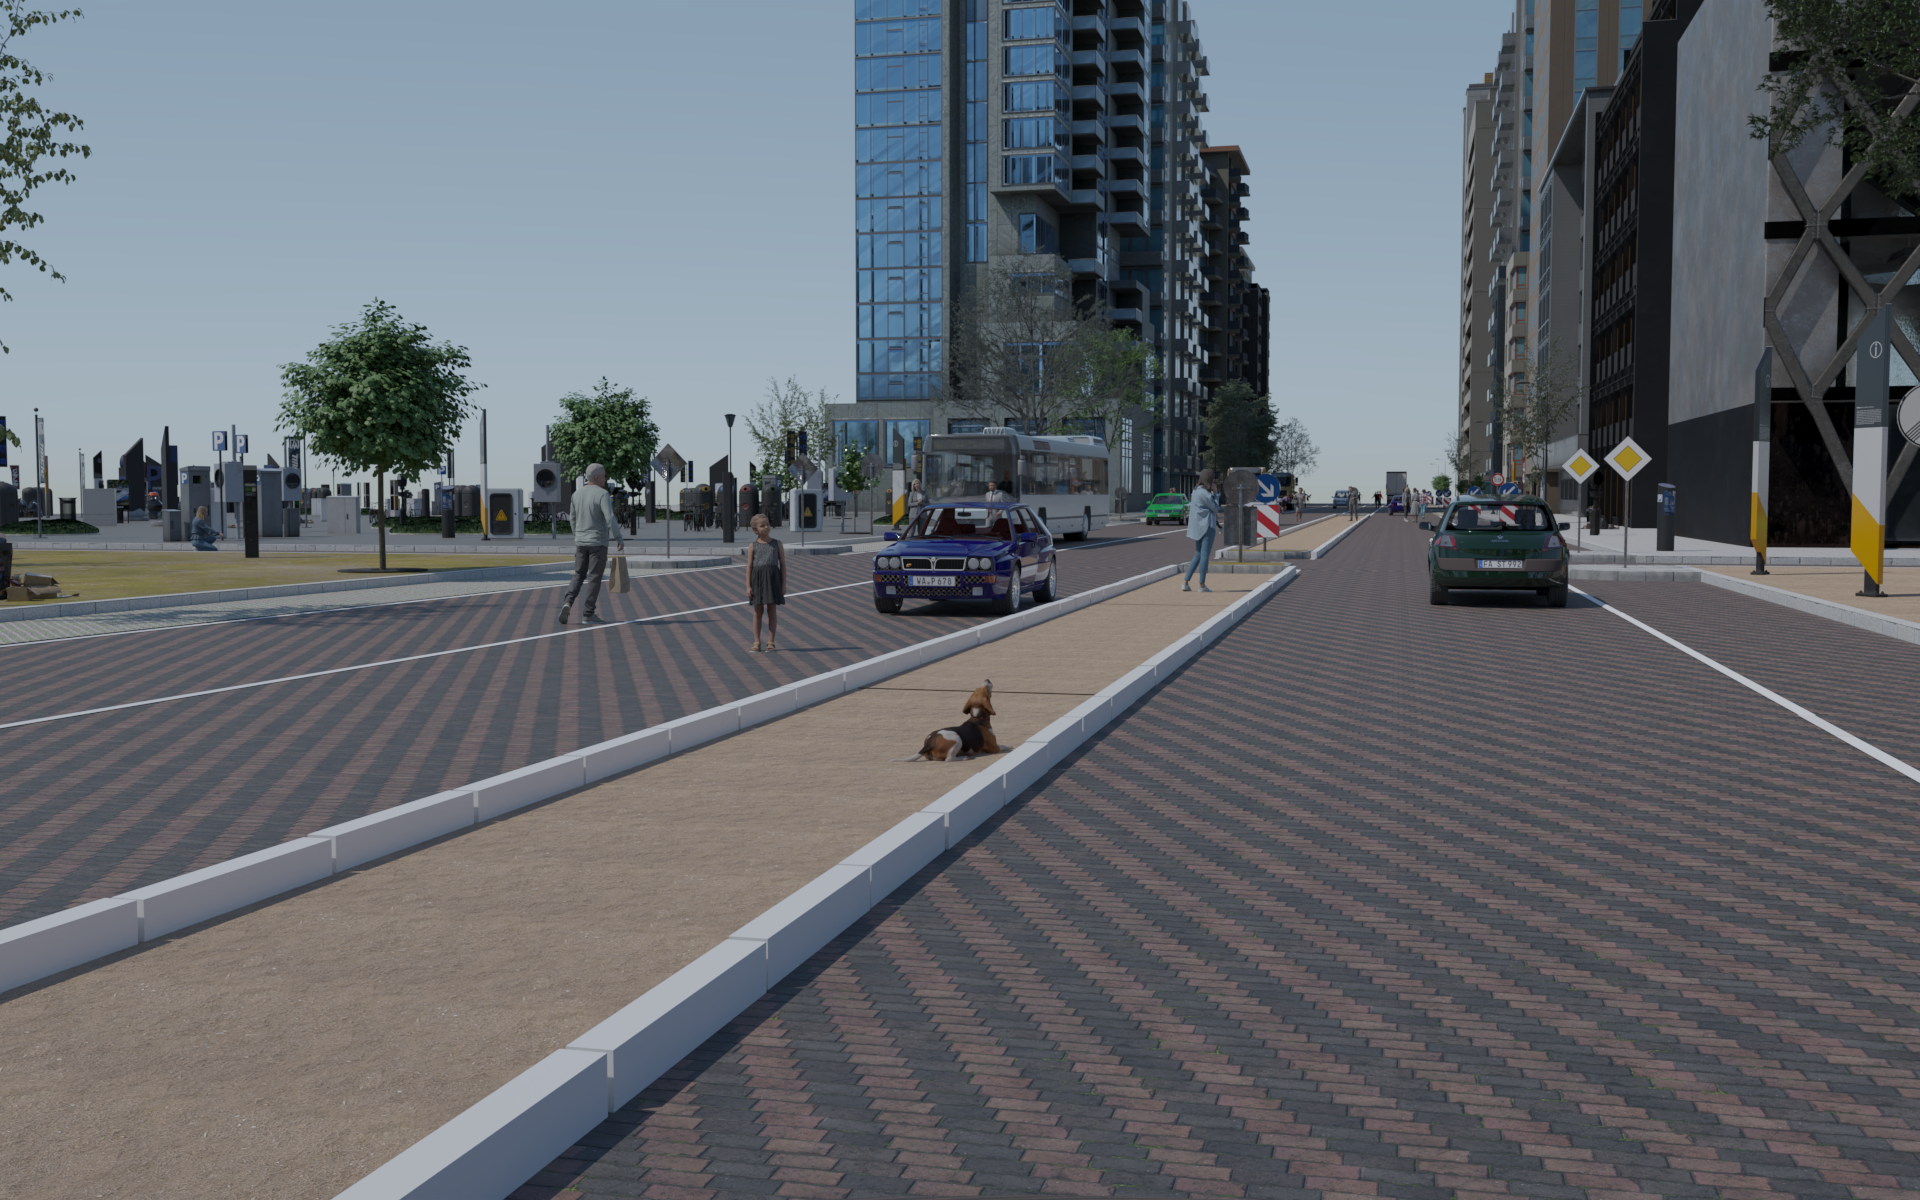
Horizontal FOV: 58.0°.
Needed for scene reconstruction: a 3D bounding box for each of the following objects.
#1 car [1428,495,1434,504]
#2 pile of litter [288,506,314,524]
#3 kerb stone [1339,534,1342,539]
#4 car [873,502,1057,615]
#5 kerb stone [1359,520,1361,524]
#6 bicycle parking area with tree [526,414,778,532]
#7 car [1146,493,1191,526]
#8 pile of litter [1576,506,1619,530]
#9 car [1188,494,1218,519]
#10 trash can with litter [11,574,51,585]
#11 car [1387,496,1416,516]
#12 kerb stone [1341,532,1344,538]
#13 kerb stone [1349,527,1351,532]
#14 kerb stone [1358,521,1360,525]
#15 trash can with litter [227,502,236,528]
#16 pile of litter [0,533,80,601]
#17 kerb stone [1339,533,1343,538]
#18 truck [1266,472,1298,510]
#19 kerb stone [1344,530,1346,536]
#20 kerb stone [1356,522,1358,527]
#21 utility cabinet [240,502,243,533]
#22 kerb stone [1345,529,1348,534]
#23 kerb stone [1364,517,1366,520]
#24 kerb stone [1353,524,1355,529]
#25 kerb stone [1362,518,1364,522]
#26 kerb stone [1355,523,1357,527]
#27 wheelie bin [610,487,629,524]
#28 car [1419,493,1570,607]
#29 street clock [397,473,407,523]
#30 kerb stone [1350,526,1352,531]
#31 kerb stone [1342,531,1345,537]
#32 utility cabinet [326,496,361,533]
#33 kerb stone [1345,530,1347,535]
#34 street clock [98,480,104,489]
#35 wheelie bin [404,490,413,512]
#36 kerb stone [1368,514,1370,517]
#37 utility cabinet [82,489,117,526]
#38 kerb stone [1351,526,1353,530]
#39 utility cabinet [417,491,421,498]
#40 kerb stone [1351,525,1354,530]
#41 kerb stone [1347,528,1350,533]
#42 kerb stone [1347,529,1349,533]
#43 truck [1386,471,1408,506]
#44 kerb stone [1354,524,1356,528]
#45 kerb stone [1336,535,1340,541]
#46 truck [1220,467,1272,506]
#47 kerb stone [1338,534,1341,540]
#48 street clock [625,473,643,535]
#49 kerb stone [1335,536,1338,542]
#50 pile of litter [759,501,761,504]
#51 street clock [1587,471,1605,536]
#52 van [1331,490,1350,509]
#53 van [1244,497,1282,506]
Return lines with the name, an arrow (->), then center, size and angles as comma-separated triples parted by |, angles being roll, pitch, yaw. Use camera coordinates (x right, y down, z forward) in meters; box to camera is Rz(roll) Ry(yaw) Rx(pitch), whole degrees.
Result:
car -> 62.698, -13.635, 232.518 | 1.945, 1.707, 3.694 | 1, 4, 13
pile of litter -> -28.908, -3.777, 75.723 | 1.176, 0.858, 1.719 | -2, 4, -32
kerb stone -> 11.475, -1.859, 52.727 | 0.120, 0.150, 1.000 | 1, 4, 14
car -> 0.116, -0.570, 21.901 | 1.945, 1.354, 3.894 | 1, 4, 13
kerb stone -> 17.778, -3.387, 77.576 | 0.120, 0.150, 1.000 | 1, 4, 14
bicycle parking area with tree -> -10.842, -4.595, 62.126 | 8.231, 4.147, 9.016 | 1, 4, 19
car -> 9.714, -4.372, 80.283 | 1.959, 1.807, 4.718 | 1, 4, 14
pile of litter -> 23.345, -3.018, 63.307 | 1.176, 0.858, 1.719 | -1, 4, -13
car -> 13.861, -5.506, 99.618 | 1.945, 1.707, 3.694 | 1, 4, 13
trash can with litter -> -14.022, -0.813, 24.354 | 2.233, 1.210, 1.678 | -1, 4, -11
car -> 29.656, -6.336, 116.179 | 1.945, 1.354, 3.894 | 1, 4, 12
kerb stone -> 11.982, -1.989, 54.718 | 0.120, 0.150, 1.000 | 1, 4, 14
kerb stone -> 13.986, -2.476, 62.670 | 0.120, 0.150, 1.000 | 1, 4, 14
kerb stone -> 17.265, -3.260, 75.590 | 0.120, 0.150, 1.000 | 1, 4, 14
trash can with litter -> -27.363, -3.365, 66.073 | 1.678, 1.210, 2.233 | -1, 4, -14
pile of litter -> -11.535, -0.434, 21.057 | 1.176, 0.858, 1.719 | 3, 4, 37
kerb stone -> 11.721, -1.928, 53.718 | 0.120, 0.150, 1.000 | 1, 4, 14
truck -> 28.740, -9.783, 155.868 | 3.469, 3.379, 9.791 | 1, 4, 12
kerb stone -> 12.487, -2.110, 56.701 | 0.120, 0.150, 1.000 | 1, 4, 14
kerb stone -> 16.514, -3.083, 72.606 | 0.120, 0.150, 1.000 | 1, 4, 14
utility cabinet -> -22.951, -2.922, 56.452 | 1.173, 1.500, 0.318 | 0, 4, 2
kerb stone -> 12.989, -2.232, 58.685 | 0.120, 0.150, 1.000 | 1, 4, 14
kerb stone -> 20.540, -4.056, 88.514 | 0.120, 0.150, 1.000 | 1, 4, 14
kerb stone -> 15.253, -2.779, 67.631 | 0.120, 0.150, 1.000 | 1, 4, 14
kerb stone -> 19.282, -3.753, 83.553 | 0.120, 0.150, 1.000 | 1, 4, 14
kerb stone -> 16.011, -2.959, 70.618 | 0.120, 0.150, 1.000 | 1, 4, 14
wheelie bin -> -14.715, -4.099, 74.928 | 0.693, 1.594, 0.980 | 2, 4, 28
car -> 7.269, -0.841, 23.534 | 2.009, 1.686, 4.222 | 1, 4, 15
street clock -> -19.533, -3.432, 60.688 | 0.358, 2.002, 0.471 | -2, 4, -34
kerb stone -> 14.245, -2.536, 63.662 | 0.120, 0.150, 1.000 | 1, 4, 14
kerb stone -> 12.227, -2.047, 55.712 | 0.120, 0.150, 1.000 | 1, 4, 14
utility cabinet -> -20.139, -2.777, 56.571 | 1.020, 1.237, 0.306 | 0, 4, 6
kerb stone -> 12.737, -2.171, 57.692 | 0.120, 0.150, 1.000 | 1, 4, 14
street clock -> -45.084, -5.285, 90.982 | 0.358, 2.002, 0.471 | -1, 4, -20
wheelie bin -> -40.055, -7.194, 125.524 | 0.693, 1.594, 0.980 | 1, 4, 9
kerb stone -> 23.306, -4.724, 99.438 | 0.120, 0.150, 1.000 | 1, 4, 14
utility cabinet -> -34.302, -3.693, 69.057 | 1.173, 1.500, 0.318 | -1, 4, -13
kerb stone -> 14.500, -2.597, 64.654 | 0.120, 0.150, 1.000 | 1, 4, 14
utility cabinet -> -38.614, -7.080, 124.433 | 0.318, 1.500, 1.173 | -3, 5, -41
kerb stone -> 14.747, -2.658, 65.647 | 0.120, 0.150, 1.000 | 1, 4, 14
kerb stone -> 13.494, -2.354, 60.676 | 0.120, 0.150, 1.000 | 1, 4, 14
kerb stone -> 13.240, -2.290, 59.686 | 0.120, 0.150, 1.000 | 1, 4, 14
truck -> 55.223, -14.075, 219.046 | 2.839, 4.237, 11.283 | 1, 4, 15
kerb stone -> 15.500, -2.834, 68.634 | 0.120, 0.150, 1.000 | 1, 4, 14
kerb stone -> 10.971, -1.746, 50.741 | 0.120, 0.150, 1.000 | 1, 4, 14
truck -> 21.229, -8.032, 127.254 | 3.469, 3.379, 9.791 | 1, 4, 14
kerb stone -> 11.220, -1.807, 51.736 | 0.120, 0.150, 1.000 | 1, 4, 14
street clock -> -10.189, -3.023, 53.992 | 0.471, 2.002, 0.358 | -1, 4, -8
kerb stone -> 10.717, -1.682, 49.742 | 0.120, 0.150, 1.000 | 1, 4, 14
pile of litter -> -13.088, -6.169, 114.820 | 1.719, 0.858, 1.176 | -3, 5, -39
street clock -> 20.109, -3.069, 54.745 | 0.471, 2.002, 0.358 | -1, 4, -20
van -> 37.545, -9.978, 170.158 | 2.013, 2.044, 4.112 | 1, 4, 15
van -> 13.877, -4.464, 80.004 | 2.013, 2.044, 4.112 | 1, 4, 12
